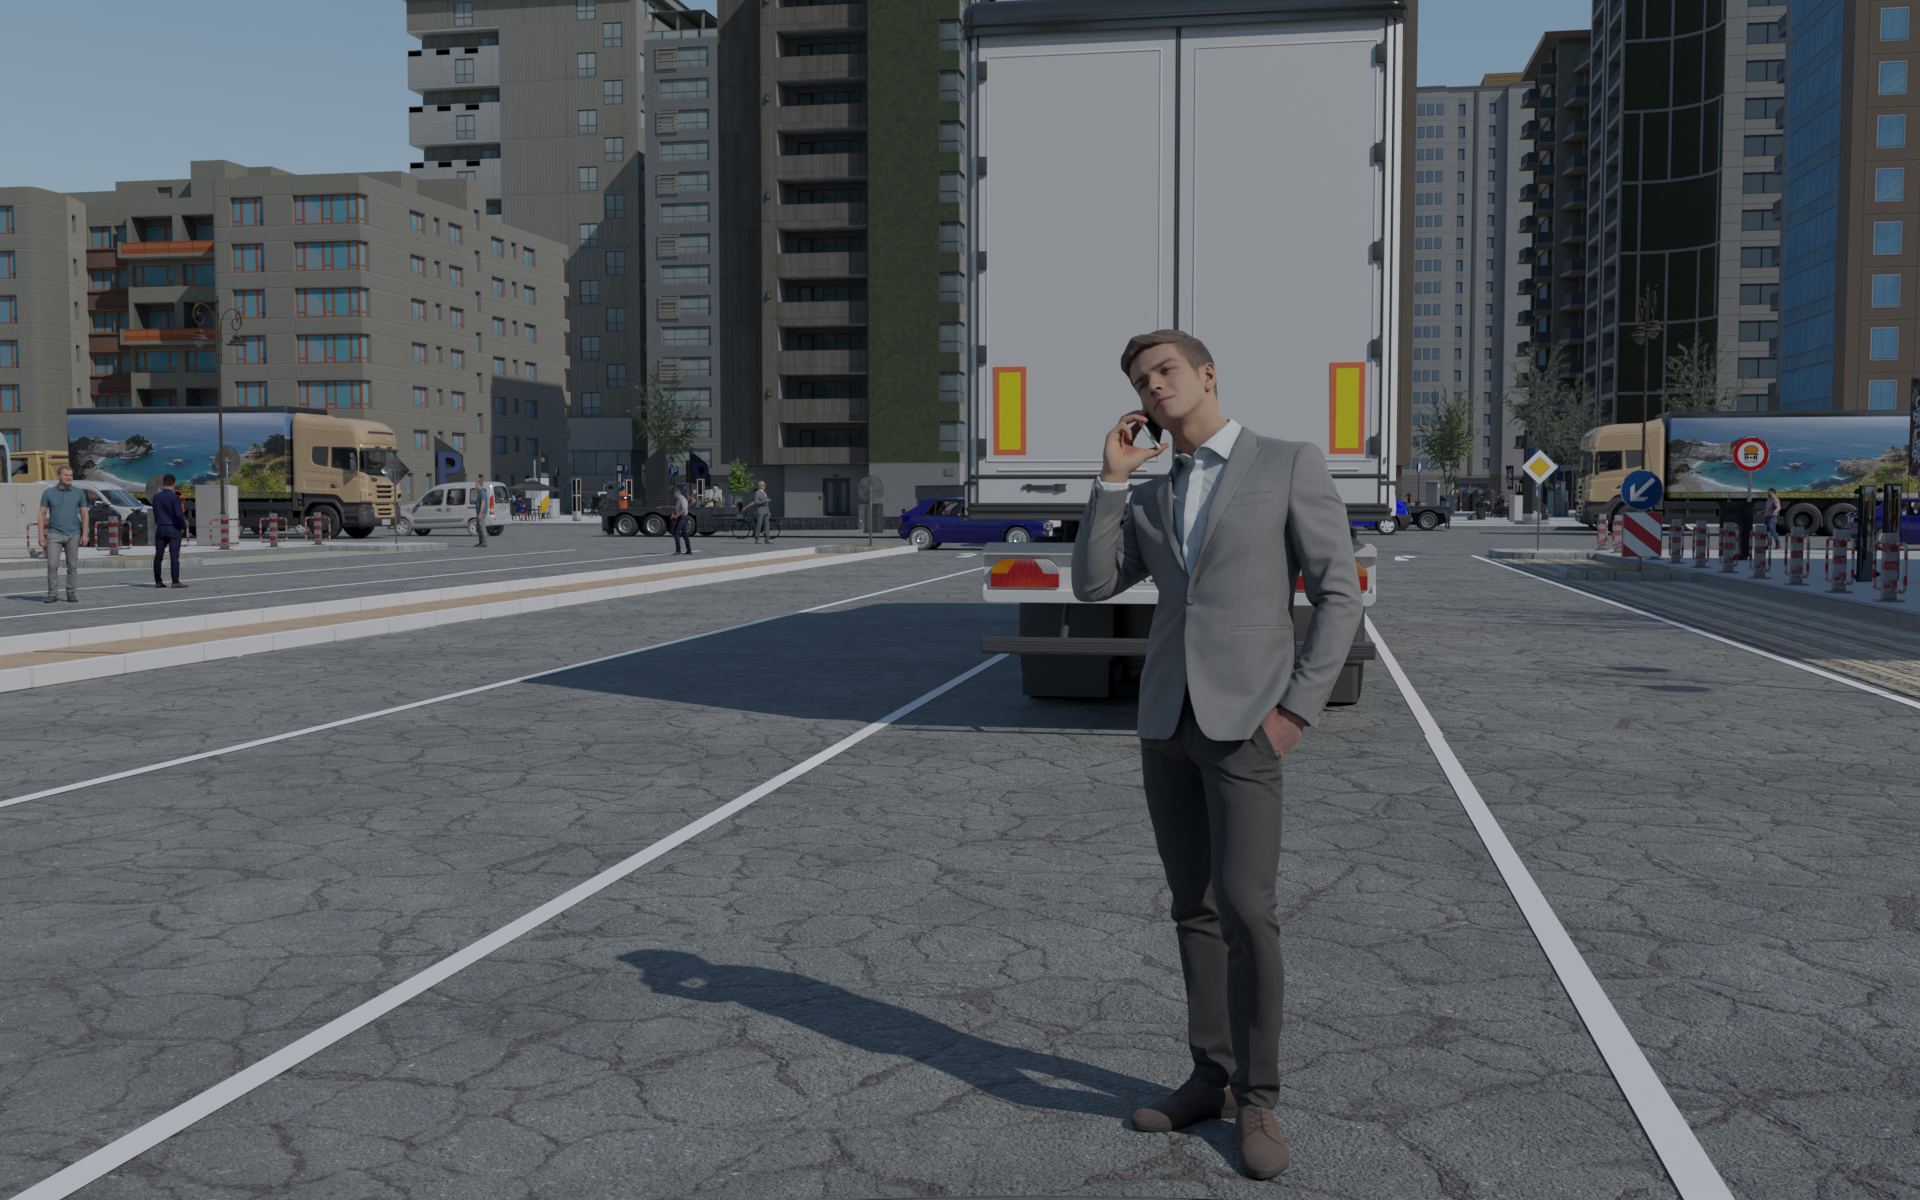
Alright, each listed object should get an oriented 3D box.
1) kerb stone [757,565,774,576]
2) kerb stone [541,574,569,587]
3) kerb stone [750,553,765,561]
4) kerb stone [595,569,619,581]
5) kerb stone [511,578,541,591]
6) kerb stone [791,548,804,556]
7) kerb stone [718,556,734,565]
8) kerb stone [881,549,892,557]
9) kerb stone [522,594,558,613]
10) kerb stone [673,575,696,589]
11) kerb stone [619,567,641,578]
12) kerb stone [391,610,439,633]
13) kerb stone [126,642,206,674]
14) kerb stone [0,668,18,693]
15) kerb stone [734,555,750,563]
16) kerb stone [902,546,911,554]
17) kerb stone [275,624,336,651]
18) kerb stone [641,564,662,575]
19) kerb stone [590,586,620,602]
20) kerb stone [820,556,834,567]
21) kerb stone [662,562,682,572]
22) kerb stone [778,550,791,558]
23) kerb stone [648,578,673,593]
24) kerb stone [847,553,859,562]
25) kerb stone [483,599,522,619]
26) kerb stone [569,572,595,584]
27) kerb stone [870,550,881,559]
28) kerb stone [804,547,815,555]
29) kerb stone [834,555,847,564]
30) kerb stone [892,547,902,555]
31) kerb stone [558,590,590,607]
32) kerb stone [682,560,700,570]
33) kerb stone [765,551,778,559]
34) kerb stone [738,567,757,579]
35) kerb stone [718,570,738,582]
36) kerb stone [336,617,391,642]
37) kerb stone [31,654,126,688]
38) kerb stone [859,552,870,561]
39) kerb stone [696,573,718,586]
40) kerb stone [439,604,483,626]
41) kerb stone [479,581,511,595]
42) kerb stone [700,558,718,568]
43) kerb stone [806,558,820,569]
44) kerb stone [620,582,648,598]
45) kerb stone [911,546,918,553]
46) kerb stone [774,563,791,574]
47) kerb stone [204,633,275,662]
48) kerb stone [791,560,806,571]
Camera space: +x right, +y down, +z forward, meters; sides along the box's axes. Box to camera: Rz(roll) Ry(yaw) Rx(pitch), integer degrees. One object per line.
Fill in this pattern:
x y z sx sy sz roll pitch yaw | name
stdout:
-3.524 -0.507 30.490 0.120 0.150 1.000 1 4 11 | kerb stone
-6.358 -0.278 26.818 0.120 0.150 1.000 1 4 11 | kerb stone
-4.428 -0.895 36.932 0.120 0.150 1.000 1 4 11 | kerb stone
-5.976 -0.401 28.842 0.120 0.150 1.000 1 4 11 | kerb stone
-6.553 -0.220 25.805 0.120 0.150 1.000 1 4 11 | kerb stone
-3.860 -1.086 39.959 0.120 0.150 1.000 1 4 11 | kerb stone
-4.812 -0.778 34.912 0.120 0.150 1.000 1 4 11 | kerb stone
-1.792 -1.064 39.599 0.120 0.150 1.000 1 4 11 | kerb stone
-5.254 0.052 21.350 0.120 0.150 1.000 1 4 11 | kerb stone
-4.297 -0.259 26.441 0.120 0.150 1.000 1 4 11 | kerb stone
-5.780 -0.465 29.860 0.120 0.150 1.000 1 4 11 | kerb stone
-5.832 0.237 18.325 0.120 0.150 1.000 1 4 11 | kerb stone
-6.603 0.488 14.283 0.120 0.150 1.000 1 4 11 | kerb stone
-6.992 0.608 12.261 0.120 0.150 1.000 1 4 11 | kerb stone
-4.628 -0.833 35.925 0.120 0.150 1.000 1 4 11 | kerb stone
-1.402 -1.189 41.633 0.120 0.150 1.000 1 4 11 | kerb stone
-6.221 0.360 16.304 0.120 0.150 1.000 1 4 11 | kerb stone
-5.593 -0.526 30.872 0.120 0.150 1.000 1 4 11 | kerb stone
-4.877 -0.073 23.392 0.120 0.150 1.000 1 4 11 | kerb stone
-2.753 -0.755 34.543 0.120 0.150 1.000 1 4 11 | kerb stone
-5.394 -0.592 31.879 0.120 0.150 1.000 1 4 11 | kerb stone
-4.046 -1.025 38.949 0.120 0.150 1.000 1 4 11 | kerb stone
-4.477 -0.192 25.429 0.120 0.150 1.000 1 4 11 | kerb stone
-2.365 -0.878 36.560 0.120 0.150 1.000 1 4 11 | kerb stone
-5.447 0.113 20.341 0.120 0.150 1.000 1 4 11 | kerb stone
-6.160 -0.344 27.825 0.120 0.150 1.000 1 4 11 | kerb stone
-1.982 -0.998 38.590 0.120 0.150 1.000 1 4 11 | kerb stone
-3.667 -1.146 40.968 0.120 0.150 1.000 1 4 11 | kerb stone
-2.557 -0.817 35.551 0.120 0.150 1.000 1 4 11 | kerb stone
-1.597 -1.124 40.614 0.120 0.150 1.000 1 4 11 | kerb stone
-5.063 -0.010 22.377 0.120 0.150 1.000 1 4 11 | kerb stone
-5.210 -0.654 32.889 0.120 0.150 1.000 1 4 11 | kerb stone
-4.239 -0.963 37.941 0.120 0.150 1.000 1 4 11 | kerb stone
-3.706 -0.445 29.480 0.120 0.150 1.000 1 4 11 | kerb stone
-3.903 -0.379 28.473 0.120 0.150 1.000 1 4 11 | kerb stone
-6.026 0.298 17.316 0.120 0.150 1.000 1 4 11 | kerb stone
-6.795 0.546 13.272 0.120 0.150 1.000 1 4 11 | kerb stone
-2.183 -0.940 37.574 0.120 0.150 1.000 1 4 11 | kerb stone
-4.099 -0.322 27.464 0.120 0.150 1.000 1 4 11 | kerb stone
-5.645 0.175 19.334 0.120 0.150 1.000 1 4 11 | kerb stone
-6.748 -0.157 24.798 0.120 0.150 1.000 1 4 11 | kerb stone
-5.012 -0.716 33.902 0.120 0.150 1.000 1 4 11 | kerb stone
-2.942 -0.693 33.534 0.120 0.150 1.000 1 4 11 | kerb stone
-4.677 -0.134 24.418 0.120 0.150 1.000 1 4 11 | kerb stone
-1.209 -1.251 42.642 0.120 0.150 1.000 1 4 11 | kerb stone
-3.327 -0.568 31.507 0.120 0.150 1.000 1 4 11 | kerb stone
-6.414 0.422 15.295 0.120 0.150 1.000 1 4 11 | kerb stone
-3.136 -0.625 32.517 0.120 0.150 1.000 1 4 11 | kerb stone
